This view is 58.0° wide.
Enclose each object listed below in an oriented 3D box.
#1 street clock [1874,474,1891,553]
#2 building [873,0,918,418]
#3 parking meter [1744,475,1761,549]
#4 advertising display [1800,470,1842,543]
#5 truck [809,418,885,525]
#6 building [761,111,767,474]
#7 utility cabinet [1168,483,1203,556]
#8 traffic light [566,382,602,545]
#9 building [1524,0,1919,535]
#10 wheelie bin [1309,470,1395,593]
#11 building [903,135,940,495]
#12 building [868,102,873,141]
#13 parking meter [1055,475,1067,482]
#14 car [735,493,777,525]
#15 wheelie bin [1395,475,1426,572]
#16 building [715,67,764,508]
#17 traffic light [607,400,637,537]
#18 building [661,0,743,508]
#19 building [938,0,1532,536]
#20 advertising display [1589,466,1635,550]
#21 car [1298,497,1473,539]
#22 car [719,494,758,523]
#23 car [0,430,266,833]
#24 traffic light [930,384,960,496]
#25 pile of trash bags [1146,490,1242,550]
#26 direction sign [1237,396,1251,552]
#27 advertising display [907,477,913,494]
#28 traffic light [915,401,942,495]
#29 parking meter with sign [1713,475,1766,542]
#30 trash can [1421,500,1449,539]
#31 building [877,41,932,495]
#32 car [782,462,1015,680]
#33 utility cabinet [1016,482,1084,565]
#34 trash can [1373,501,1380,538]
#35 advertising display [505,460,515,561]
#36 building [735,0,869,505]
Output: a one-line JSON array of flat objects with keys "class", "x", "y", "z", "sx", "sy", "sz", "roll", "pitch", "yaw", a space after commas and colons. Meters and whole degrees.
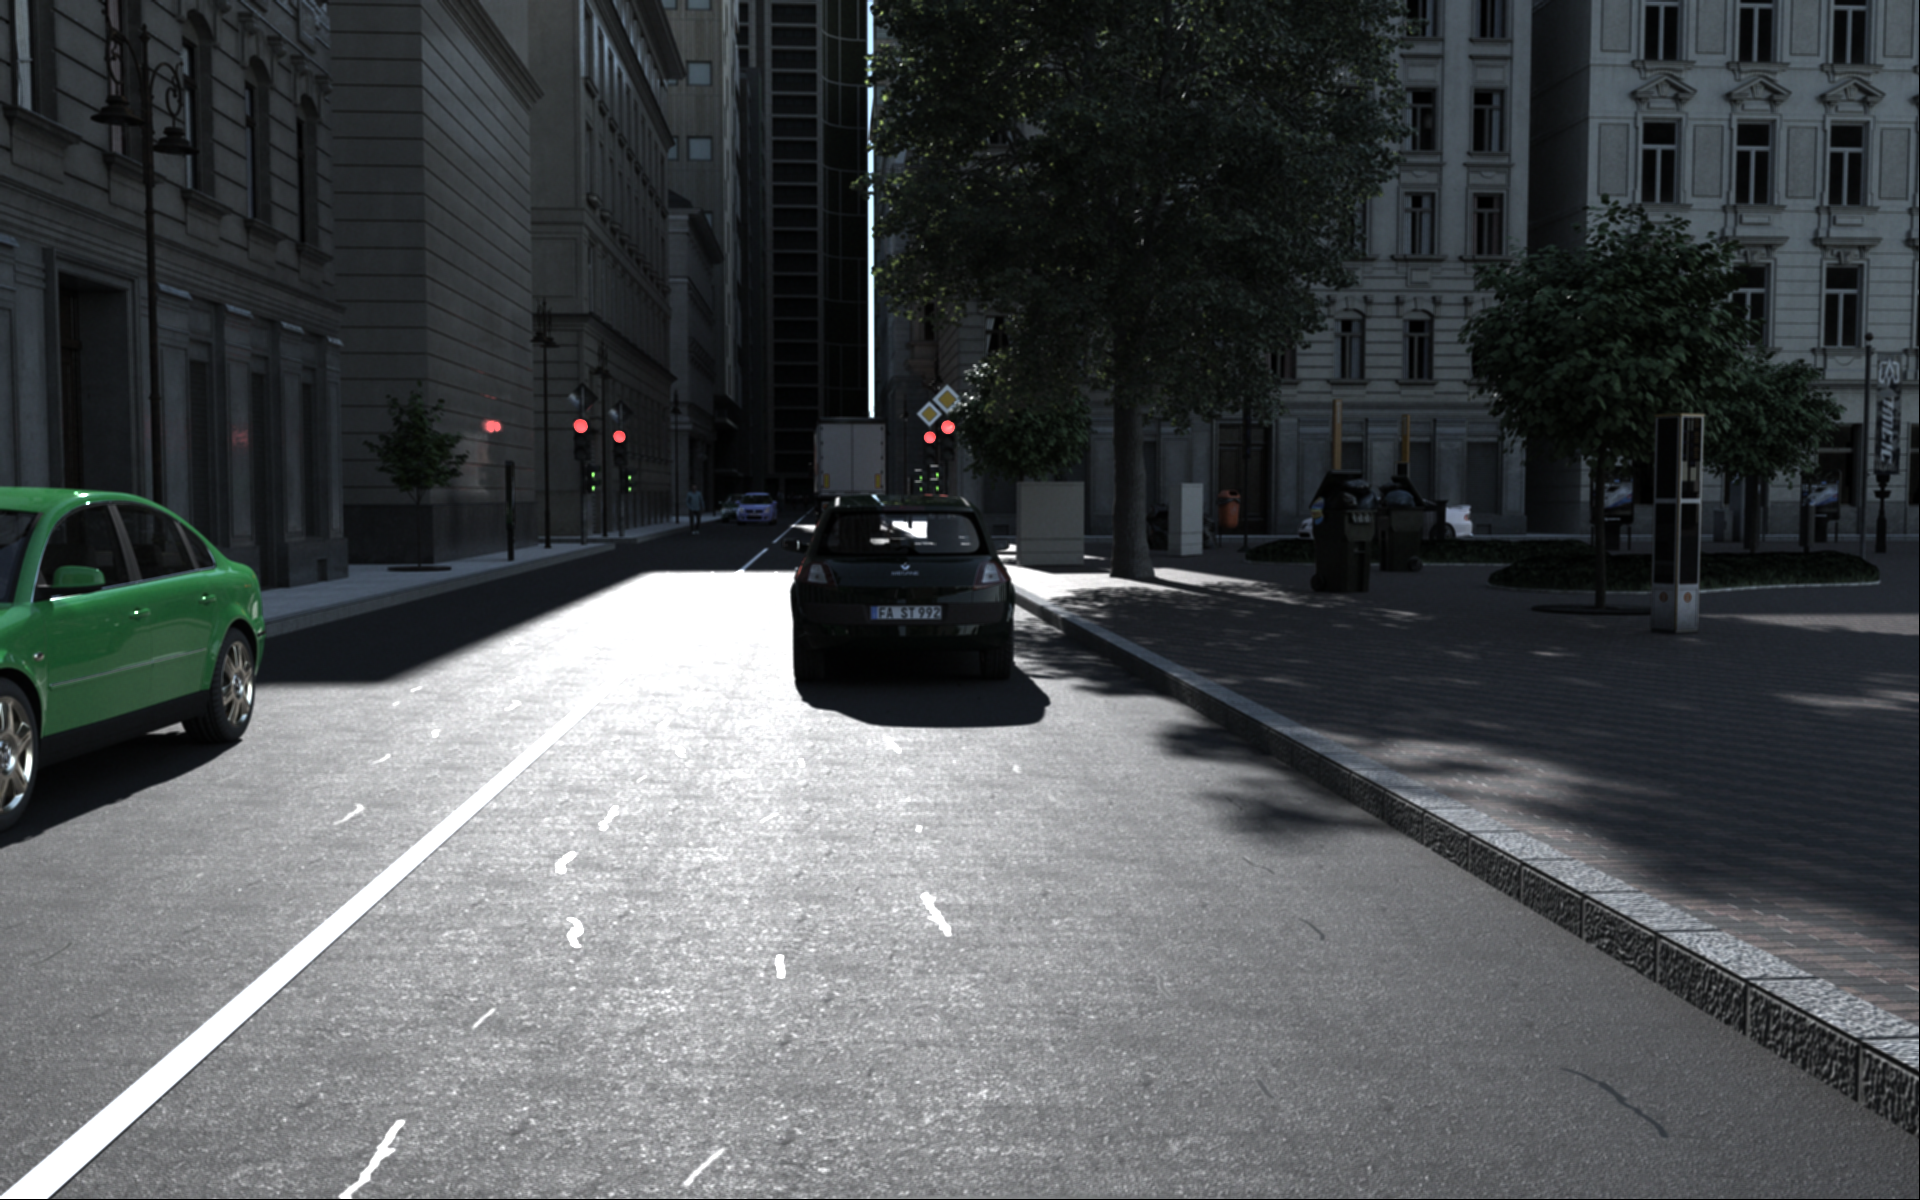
[{"class": "street clock", "x": 20.133, "y": -2.033, "z": 37.815, "sx": 0.358, "sy": 2.002, "sz": 0.471, "roll": 1, "pitch": 4, "yaw": 22}, {"class": "building", "x": -0.075, "y": -27.996, "z": 141.326, "sx": 14.154, "sy": 41.232, "sz": 14.086, "roll": 0, "pitch": 4, "yaw": -4}, {"class": "parking meter", "x": 18.458, "y": -2.117, "z": 40.329, "sx": 0.255, "sy": 1.863, "sz": 0.399, "roll": 3, "pitch": 5, "yaw": 42}, {"class": "advertising display", "x": 22.854, "y": -2.495, "z": 46.011, "sx": 0.974, "sy": 1.923, "sz": 0.123, "roll": 3, "pitch": 5, "yaw": 44}, {"class": "truck", "x": -4.541, "y": -4.906, "z": 69.130, "sx": 2.839, "sy": 4.237, "sz": 11.283, "roll": 0, "pitch": 4, "yaw": -6}, {"class": "building", "x": -36.688, "y": -34.826, "z": 189.021, "sx": 30.456, "sy": 49.044, "sz": 23.786, "roll": 0, "pitch": 4, "yaw": -4}, {"class": "utility cabinet", "x": 4.656, "y": -1.660, "z": 35.817, "sx": 0.318, "sy": 1.500, "sz": 1.173, "roll": 2, "pitch": 4, "yaw": 30}, {"class": "traffic light", "x": -9.478, "y": -3.345, "z": 43.618, "sx": 0.839, "sy": 4.253, "sz": 0.868, "roll": 0, "pitch": 4, "yaw": -4}, {"class": "building", "x": 40.047, "y": -17.490, "z": 62.383, "sx": 44.131, "sy": 29.872, "sz": 17.030, "roll": 0, "pitch": 4, "yaw": -4}, {"class": "wheelie bin", "x": 5.077, "y": -0.910, "z": 22.785, "sx": 0.980, "sy": 1.594, "sz": 0.693, "roll": -2, "pitch": 4, "yaw": -35}, {"class": "building", "x": 4.633, "y": -15.997, "z": 80.630, "sx": 14.460, "sy": 24.649, "sz": 34.723, "roll": 0, "pitch": 4, "yaw": -4}, {"class": "building", "x": 2.221, "y": -38.925, "z": 225.669, "sx": 27.495, "sy": 52.752, "sz": 28.713, "roll": 0, "pitch": 4, "yaw": -4}, {"class": "parking meter", "x": 3.028, "y": -2.827, "z": 51.932, "sx": 0.255, "sy": 1.863, "sz": 0.399, "roll": 2, "pitch": 4, "yaw": 28}, {"class": "car", "x": -9.448, "y": -4.347, "z": 80.658, "sx": 1.945, "sy": 1.707, "sz": 3.694, "roll": 0, "pitch": 4, "yaw": -3}, {"class": "wheelie bin", "x": 7.318, "y": -1.279, "z": 28.827, "sx": 0.693, "sy": 1.594, "sz": 0.980, "roll": 0, "pitch": 4, "yaw": -7}, {"class": "building", "x": -25.639, "y": -29.182, "z": 160.715, "sx": 14.154, "sy": 41.232, "sz": 14.086, "roll": 0, "pitch": 4, "yaw": -4}, {"class": "traffic light", "x": -10.078, "y": -3.832, "z": 51.581, "sx": 0.839, "sy": 4.253, "sz": 0.868, "roll": 0, "pitch": 4, "yaw": -4}, {"class": "building", "x": -31.585, "y": -33.583, "z": 138.318, "sx": 28.713, "sy": 52.752, "sz": 27.495, "roll": 0, "pitch": 4, "yaw": -4}, {"class": "building", "x": 8.414, "y": -12.735, "z": 57.376, "sx": 18.267, "sy": 20.994, "sz": 9.793, "roll": 0, "pitch": 4, "yaw": -4}, {"class": "advertising display", "x": 14.866, "y": -2.097, "z": 39.502, "sx": 0.974, "sy": 1.923, "sz": 0.123, "roll": 0, "pitch": 4, "yaw": 0}, {"class": "car", "x": 11.865, "y": -2.206, "z": 48.429, "sx": 4.827, "sy": 1.381, "sz": 2.083, "roll": 0, "pitch": 4, "yaw": -6}, {"class": "car", "x": -11.009, "y": -4.600, "z": 87.013, "sx": 2.131, "sy": 1.459, "sz": 4.920, "roll": 0, "pitch": 4, "yaw": -5}, {"class": "car", "x": -4.979, "y": 0.012, "z": 8.608, "sx": 1.959, "sy": 1.807, "sz": 4.718, "roll": 0, "pitch": 4, "yaw": -3}, {"class": "traffic light", "x": -0.344, "y": -3.388, "z": 44.319, "sx": 0.839, "sy": 4.253, "sz": 0.868, "roll": 0, "pitch": 4, "yaw": -4}, {"class": "pile of trash bags", "x": 5.367, "y": -1.912, "z": 41.015, "sx": 3.447, "sy": 1.369, "sz": 1.912, "roll": -3, "pitch": 4, "yaw": -38}, {"class": "direction sign", "x": 6.348, "y": -2.838, "z": 38.400, "sx": 0.379, "sy": 3.537, "sz": 0.876, "roll": 0, "pitch": 4, "yaw": -1}, {"class": "advertising display", "x": -1.874, "y": -3.647, "z": 64.850, "sx": 0.123, "sy": 1.923, "sz": 0.974, "roll": -1, "pitch": 4, "yaw": -9}, {"class": "traffic light", "x": -0.943, "y": -3.875, "z": 52.282, "sx": 0.839, "sy": 4.253, "sz": 0.868, "roll": 0, "pitch": 4, "yaw": -4}, {"class": "parking meter with sign", "x": 21.009, "y": -3.070, "z": 46.451, "sx": 1.738, "sy": 3.016, "sz": 0.543, "roll": -2, "pitch": 4, "yaw": -25}, {"class": "trash can", "x": 10.853, "y": -1.723, "z": 39.826, "sx": 0.748, "sy": 1.137, "sz": 0.748, "roll": 0, "pitch": 3, "yaw": 0}, {"class": "building", "x": 0.626, "y": -20.488, "z": 112.469, "sx": 11.434, "sy": 29.767, "sz": 29.804, "roll": 0, "pitch": 4, "yaw": -4}, {"class": "car", "x": -0.531, "y": -0.304, "z": 14.752, "sx": 2.009, "sy": 1.686, "sz": 4.222, "roll": 0, "pitch": 4, "yaw": -4}, {"class": "utility cabinet", "x": 1.606, "y": -1.359, "z": 30.895, "sx": 1.173, "sy": 1.500, "sz": 0.318, "roll": -1, "pitch": 4, "yaw": -12}, {"class": "trash can", "x": 8.510, "y": -1.515, "z": 36.416, "sx": 0.748, "sy": 1.137, "sz": 0.748, "roll": 0, "pitch": 3, "yaw": 0}, {"class": "advertising display", "x": -8.706, "y": -1.733, "z": 33.552, "sx": 0.123, "sy": 1.923, "sz": 0.974, "roll": -1, "pitch": 4, "yaw": -12}, {"class": "building", "x": -21.834, "y": -47.709, "z": 218.286, "sx": 20.611, "sy": 71.187, "sz": 20.563, "roll": 0, "pitch": 4, "yaw": -4}]
